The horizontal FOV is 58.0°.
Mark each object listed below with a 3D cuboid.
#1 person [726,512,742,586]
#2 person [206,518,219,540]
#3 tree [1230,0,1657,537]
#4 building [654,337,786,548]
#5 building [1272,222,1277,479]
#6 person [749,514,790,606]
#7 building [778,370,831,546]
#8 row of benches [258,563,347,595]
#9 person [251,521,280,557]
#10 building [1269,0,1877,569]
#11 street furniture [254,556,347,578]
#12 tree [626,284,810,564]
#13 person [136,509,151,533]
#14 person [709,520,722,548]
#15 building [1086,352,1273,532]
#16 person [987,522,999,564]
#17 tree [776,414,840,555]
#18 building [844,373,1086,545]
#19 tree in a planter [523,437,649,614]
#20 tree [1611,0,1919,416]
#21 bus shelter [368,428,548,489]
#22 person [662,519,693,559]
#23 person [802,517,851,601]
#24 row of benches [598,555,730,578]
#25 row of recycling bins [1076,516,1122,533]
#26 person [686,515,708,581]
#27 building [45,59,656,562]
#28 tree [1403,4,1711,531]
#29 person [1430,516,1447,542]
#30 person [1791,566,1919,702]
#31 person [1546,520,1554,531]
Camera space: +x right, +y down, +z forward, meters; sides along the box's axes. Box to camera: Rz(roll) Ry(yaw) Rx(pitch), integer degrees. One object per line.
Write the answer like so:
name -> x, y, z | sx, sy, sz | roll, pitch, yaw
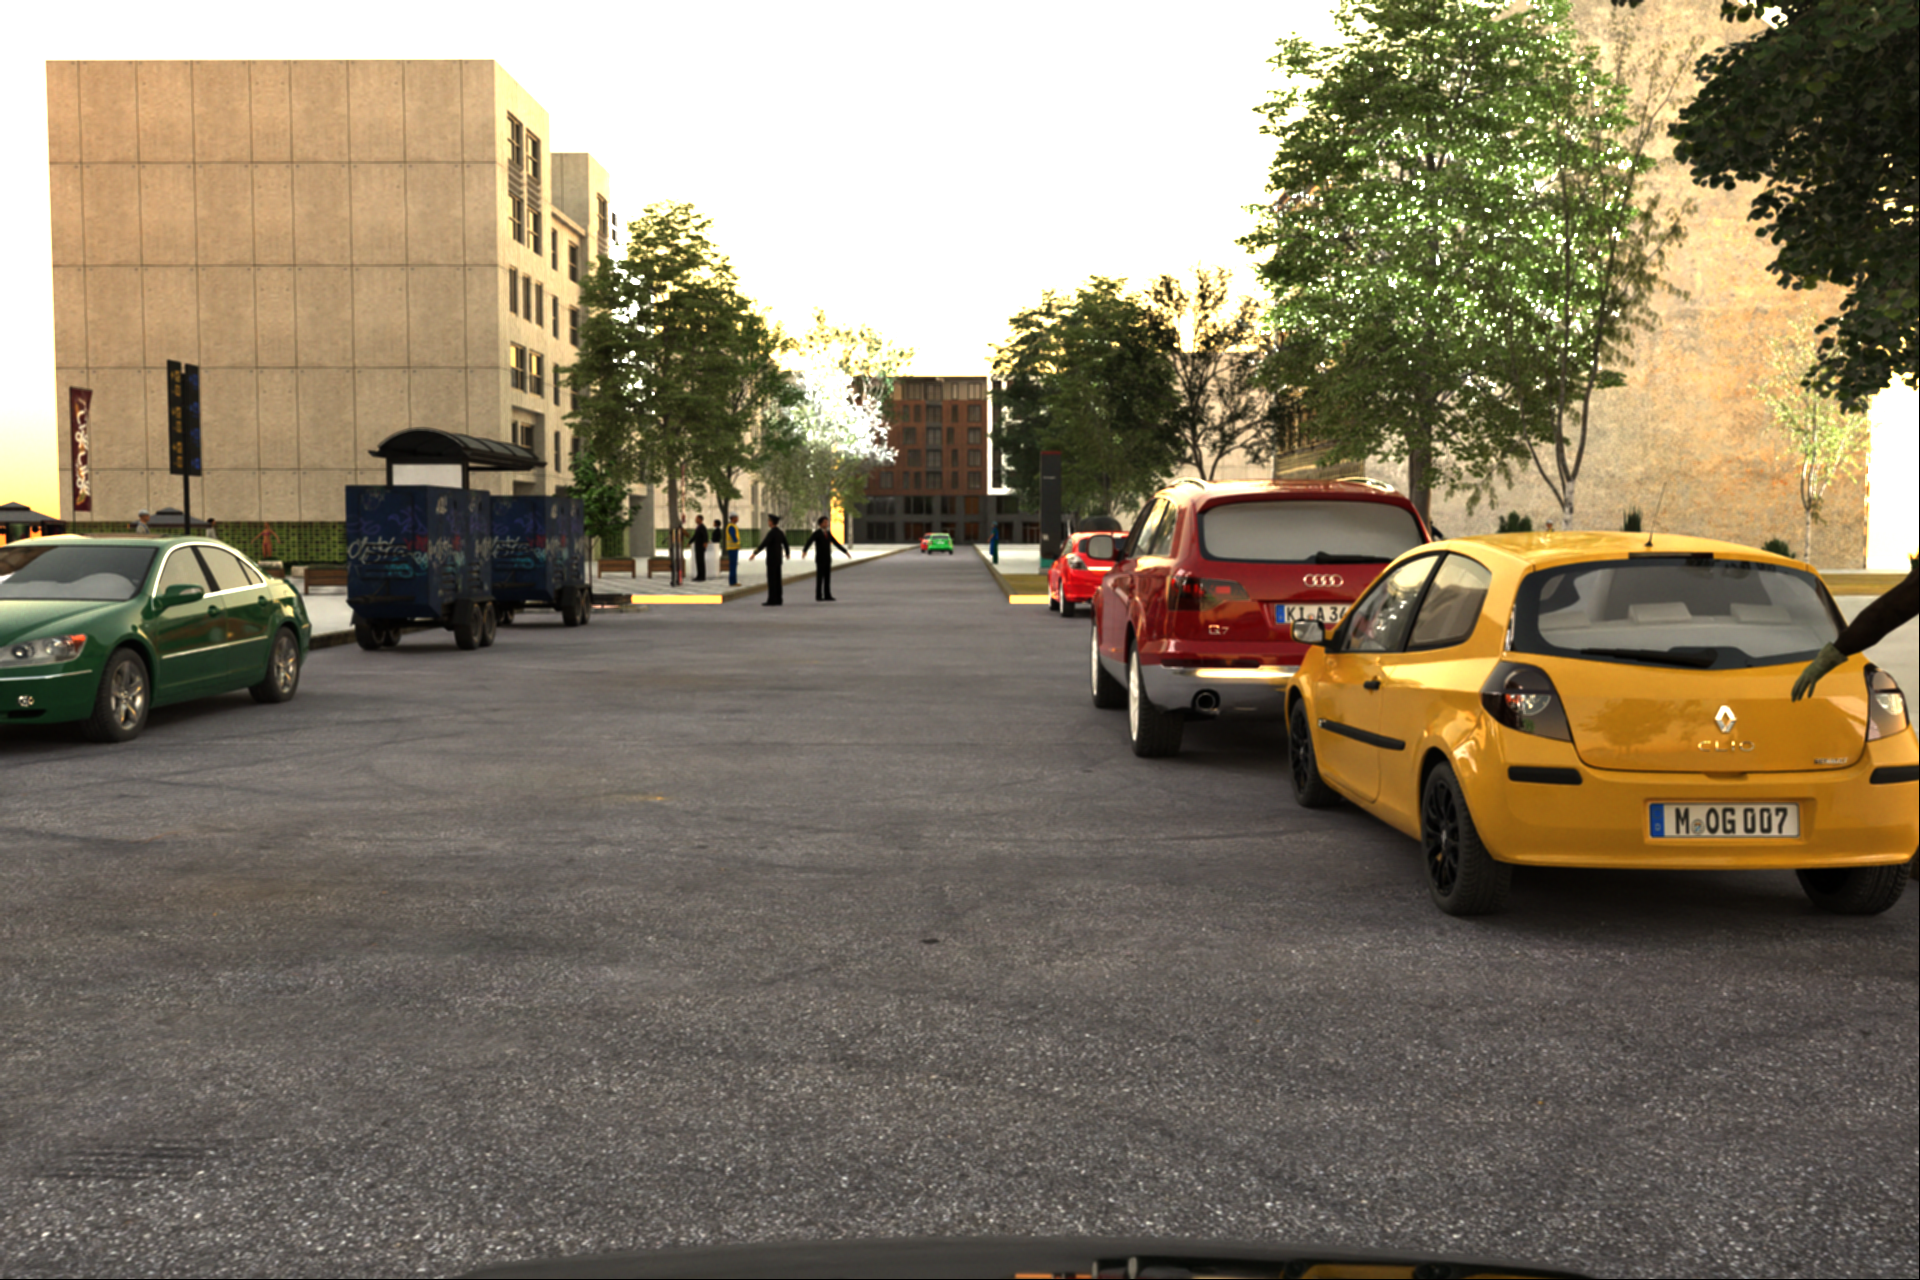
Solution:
person -> -5.551, -2.244, 42.658 | 0.705, 1.833, 1.349 | -1, 4, -11
person -> -24.970, -3.161, 57.871 | 0.705, 1.806, 1.347 | -1, 4, -9
tree -> 8.669, -6.950, 31.758 | 7.486, 12.596, 7.792 | 0, 3, 0
building -> -27.155, -18.566, 170.013 | 16.747, 18.905, 31.486 | 0, 3, 0
building -> 23.735, -15.009, 101.813 | 16.016, 20.090, 11.380 | 0, 4, 1
person -> -3.756, -1.612, 34.750 | 0.705, 1.837, 1.347 | 2, 4, 28
building -> -24.936, -20.575, 202.856 | 16.747, 18.905, 31.486 | 0, 4, 1
row of benches -> -13.394, -1.324, 37.104 | 4.104, 0.672, 1.422 | -1, 4, -21
person -> -24.633, -3.344, 61.475 | 1.217, 1.733, 0.721 | 1, 4, 16
building -> 23.956, -14.728, 71.732 | 19.493, 23.208, 18.063 | 0, 4, 0
street furniture -> -18.245, -2.287, 53.012 | 10.072, 0.657, 5.734 | -2, 4, -24
tree -> -10.050, -9.004, 72.969 | 9.928, 11.665, 9.643 | 0, 3, 0
person -> -18.455, -2.043, 39.262 | 0.705, 1.847, 1.347 | -1, 4, -13
person -> -7.880, -2.988, 55.575 | 0.721, 1.740, 1.216 | 0, 4, 6
building -> 22.433, -18.959, 176.432 | 16.747, 18.905, 31.486 | 0, 4, 0
person -> 1.453, -4.140, 73.817 | 0.704, 1.817, 1.347 | 1, 4, 17
tree -> -8.905, -9.527, 106.127 | 4.360, 8.622, 3.978 | 0, 3, 0
building -> 1.473, -23.604, 232.357 | 32.646, 21.610, 27.936 | 0, 4, 1
tree in a planter -> -6.854, -2.129, 32.039 | 1.991, 3.239, 1.994 | 0, 4, 1
tree -> 8.329, -6.441, 11.968 | 9.857, 13.997, 8.962 | 0, 3, 0
bus shelter -> -10.214, -2.560, 35.785 | 2.014, 3.302, 5.546 | 0, 4, 1
person -> -10.775, -3.701, 66.283 | 1.354, 1.858, 0.705 | 2, 4, 23
person -> -2.913, -1.748, 37.216 | 0.705, 1.806, 1.347 | 3, 5, 45
row of benches -> -8.535, -2.165, 50.867 | 4.104, 0.672, 1.422 | -1, 4, -13
row of recycling bins -> 3.188, -2.035, 40.393 | 1.069, 1.692, 3.534 | 0, 4, 1
person -> -7.126, -2.512, 47.303 | 0.704, 1.802, 1.346 | -2, 4, -30
building -> -25.517, -13.098, 80.603 | 16.747, 18.905, 31.486 | 0, 4, 0
tree -> 8.448, -4.489, 23.757 | 4.360, 8.622, 3.978 | 0, 3, 0
person -> 14.587, -2.949, 53.993 | 1.354, 1.856, 0.705 | 1, 4, 18
person -> 3.334, 0.191, 5.469 | 1.346, 1.812, 0.704 | 0, 4, -2
person -> 19.865, -3.191, 58.644 | 0.721, 1.772, 1.216 | -1, 4, -11
